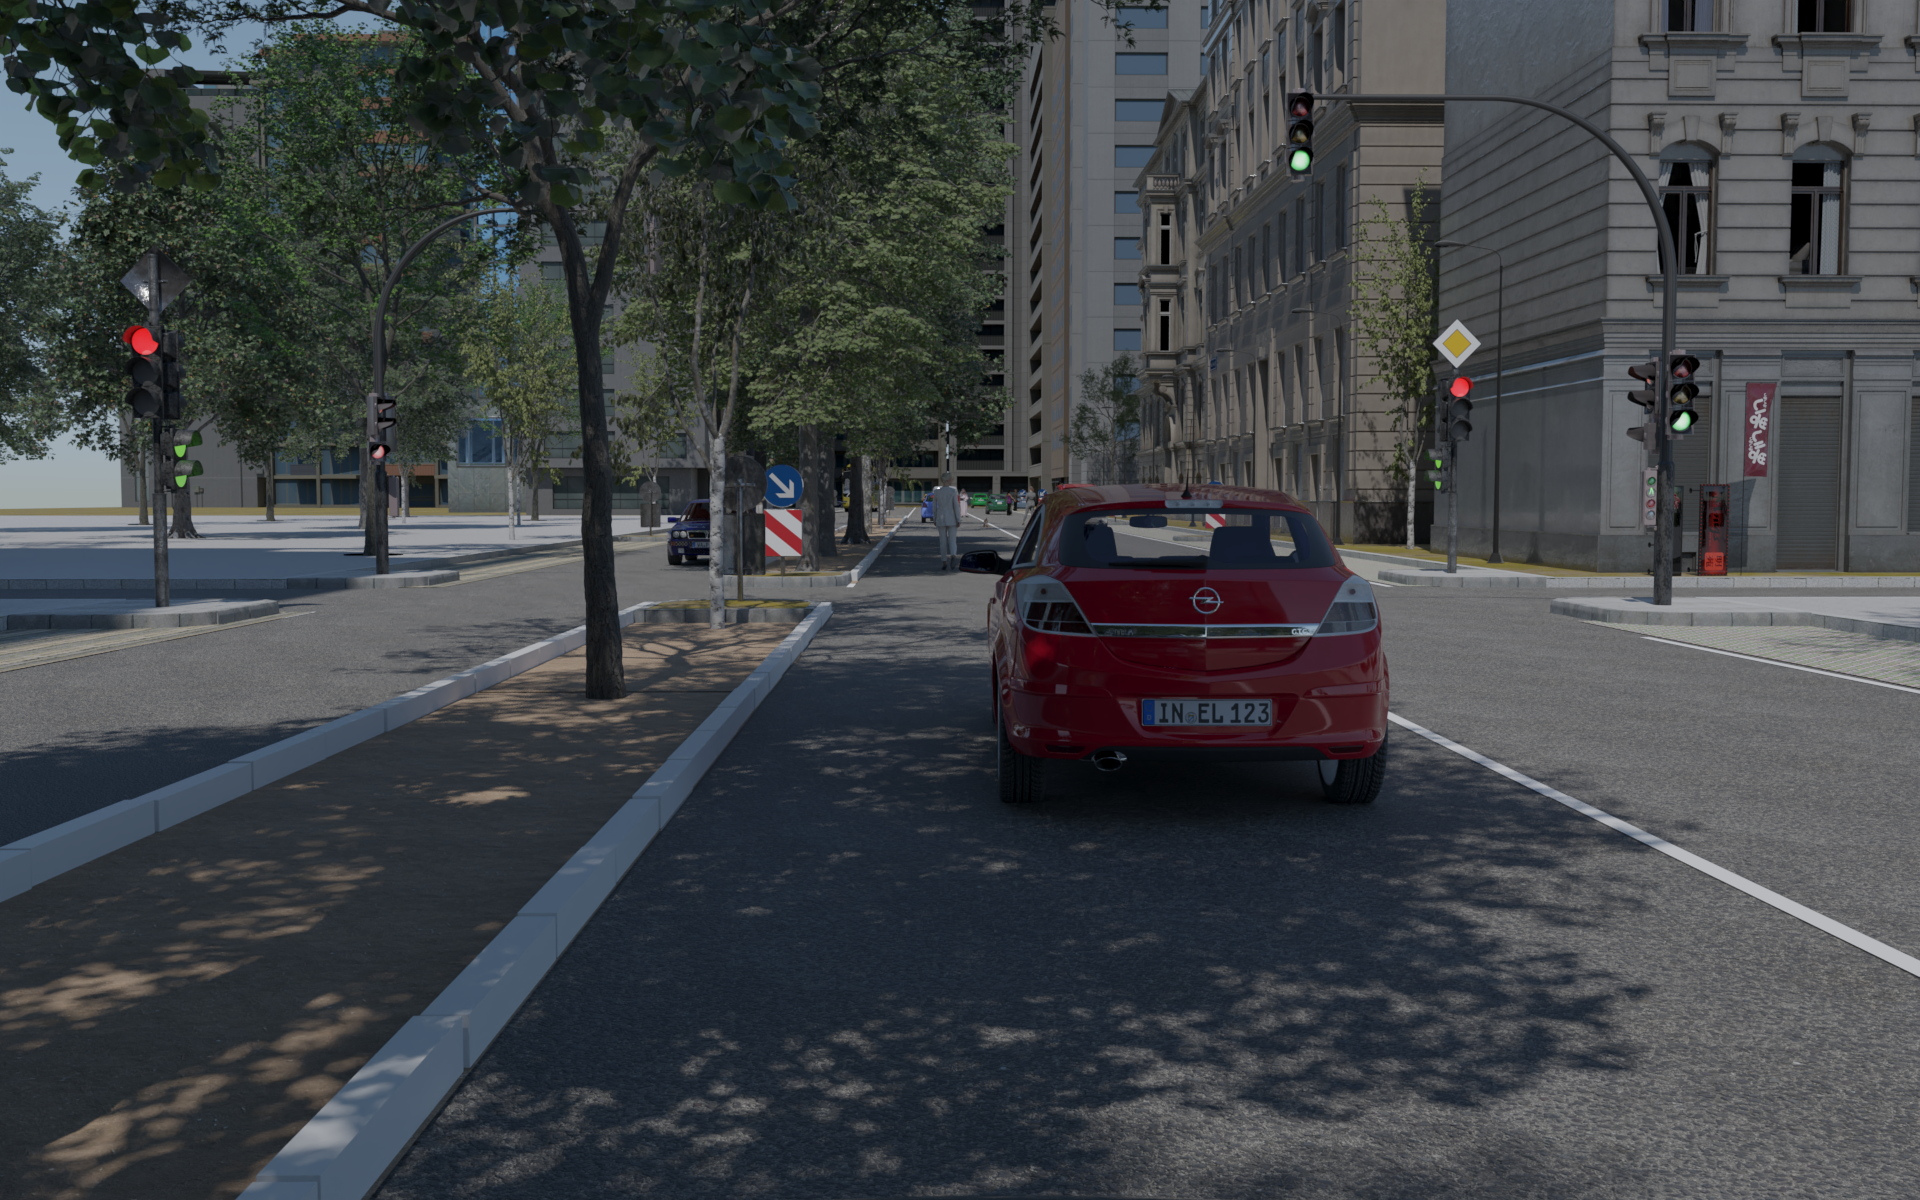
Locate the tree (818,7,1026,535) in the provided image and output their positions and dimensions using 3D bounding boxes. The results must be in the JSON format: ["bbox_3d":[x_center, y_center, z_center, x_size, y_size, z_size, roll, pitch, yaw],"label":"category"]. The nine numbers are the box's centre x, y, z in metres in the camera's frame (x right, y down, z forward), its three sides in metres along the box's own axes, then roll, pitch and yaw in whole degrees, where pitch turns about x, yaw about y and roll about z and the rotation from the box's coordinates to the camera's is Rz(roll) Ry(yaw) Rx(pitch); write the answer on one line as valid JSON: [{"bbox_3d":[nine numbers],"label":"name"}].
[{"bbox_3d":[-4.535,-12.410,61.255,12.611,20.169,13.585,0,3,0],"label":"tree"}]

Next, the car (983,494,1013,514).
[{"bbox_3d":[2.739,-6.811,123.155,2.131,1.459,4.920,0,4,-1],"label":"car"}]

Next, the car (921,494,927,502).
[{"bbox_3d":[-2.953,-10.085,175.108,2.015,1.641,3.980,0,4,-1],"label":"car"}]

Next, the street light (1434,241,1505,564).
[{"bbox_3d":[9.389,-3.632,31.922,1.470,5.913,1.316,0,4,-1],"label":"street light"}]

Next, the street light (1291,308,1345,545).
[{"bbox_3d":[8.989,-4.340,43.493,1.470,5.913,1.316,0,4,-1],"label":"street light"}]

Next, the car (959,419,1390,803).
[{"bbox_3d":[1.066,-0.029,9.514,2.155,1.783,4.494,0,4,0],"label":"car"}]

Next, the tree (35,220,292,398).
[{"bbox_3d":[-33.776,-8.881,70.957,9.928,11.665,9.643,0,3,0],"label":"tree"}]

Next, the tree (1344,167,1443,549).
[{"bbox_3d":[10.711,-5.492,40.161,4.737,8.622,4.395,0,3,0],"label":"tree"}]

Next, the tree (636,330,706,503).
[{"bbox_3d":[-12.895,-7.517,73.266,4.737,8.622,4.395,0,3,0],"label":"tree"}]

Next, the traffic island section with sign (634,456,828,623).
[{"bbox_3d":[-2.625,-0.731,20.086,2.006,1.907,1.989,0,4,-1],"label":"traffic island section with sign"}]

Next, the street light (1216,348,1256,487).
[{"bbox_3d":[8.856,-5.064,55.336,1.470,5.913,1.316,0,4,-1],"label":"street light"}]

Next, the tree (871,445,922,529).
[{"bbox_3d":[-3.154,-7.199,70.529,4.737,8.622,4.395,0,3,0],"label":"tree"}]

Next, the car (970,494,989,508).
[{"bbox_3d":[2.005,-10.134,174.489,1.959,1.807,4.718,0,4,-2],"label":"car"}]

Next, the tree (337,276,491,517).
[{"bbox_3d":[-30.398,-11.290,94.954,12.009,13.543,11.850,0,3,0],"label":"tree"}]

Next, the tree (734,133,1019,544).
[{"bbox_3d":[-2.997,-7.955,49.523,9.611,12.733,9.660,0,3,0],"label":"tree"}]

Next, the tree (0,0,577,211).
[{"bbox_3d":[-2.409,-5.739,2.948,9.857,13.997,8.962,0,3,0],"label":"tree"}]

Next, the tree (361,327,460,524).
[{"bbox_3d":[-23.900,-7.620,74.948,4.360,8.622,3.978,0,3,0],"label":"tree"}]

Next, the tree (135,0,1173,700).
[{"bbox_3d":[-2.464,-4.604,12.152,8.767,10.594,7.601,0,4,-1],"label":"tree"}]

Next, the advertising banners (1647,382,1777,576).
[{"bbox_3d":[11.746,-1.885,27.012,2.074,3.025,0.090,0,4,-8],"label":"advertising banners"}]

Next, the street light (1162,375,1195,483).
[{"bbox_3d":[8.581,-5.818,67.672,1.470,5.913,1.316,0,4,-1],"label":"street light"}]

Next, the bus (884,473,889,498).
[{"bbox_3d":[-8.545,-11.165,174.098,2.896,3.916,12.252,0,4,-2],"label":"bus"}]

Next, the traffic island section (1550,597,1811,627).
[{"bbox_3d":[8.137,0.136,20.053,2.009,0.180,2.903,0,4,-1],"label":"traffic island section"}]

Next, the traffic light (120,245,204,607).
[{"bbox_3d":[-9.061,-1.876,19.594,0.839,4.253,0.868,0,4,-1],"label":"traffic light"}]

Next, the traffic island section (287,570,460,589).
[{"bbox_3d":[-9.254,-0.332,27.711,2.009,0.180,2.903,0,4,-1],"label":"traffic island section"}]

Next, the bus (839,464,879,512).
[{"bbox_3d":[-8.008,-9.131,140.843,2.896,3.916,12.252,0,4,0],"label":"bus"}]

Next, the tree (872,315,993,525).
[{"bbox_3d":[-3.588,-10.171,79.115,12.009,13.543,11.850,0,3,0],"label":"tree"}]

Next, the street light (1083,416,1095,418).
[{"bbox_3d":[8.025,-7.984,103.083,1.470,5.913,1.316,0,4,-1],"label":"street light"}]

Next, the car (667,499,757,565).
[{"bbox_3d":[-5.073,-1.448,36.254,1.945,1.354,3.894,0,4,-1],"label":"car"}]

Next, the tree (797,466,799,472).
[{"bbox_3d":[-13.908,-12.429,153.581,4.737,8.622,4.395,0,3,0],"label":"tree"}]

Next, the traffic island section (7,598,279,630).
[{"bbox_3d":[-9.101,0.156,19.728,2.009,0.180,2.903,0,4,-1],"label":"traffic island section"}]

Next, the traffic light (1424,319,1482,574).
[{"bbox_3d":[7.944,-2.385,27.922,0.839,4.253,0.868,0,4,-1],"label":"traffic light"}]

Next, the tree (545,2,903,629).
[{"bbox_3d":[-2.586,-4.004,18.280,4.360,8.622,3.978,0,3,0],"label":"tree"}]

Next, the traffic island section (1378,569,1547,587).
[{"bbox_3d":[7.984,-0.352,28.036,2.009,0.180,2.903,0,4,-1],"label":"traffic island section"}]

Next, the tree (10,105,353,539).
[{"bbox_3d":[-22.343,-8.116,49.704,9.611,12.733,9.660,0,3,0],"label":"tree"}]

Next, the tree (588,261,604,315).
[{"bbox_3d":[-14.607,-14.593,94.484,12.611,20.169,13.585,0,3,0],"label":"tree"}]

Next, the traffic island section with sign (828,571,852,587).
[{"bbox_3d":[-2.758,-1.184,27.492,2.006,1.907,1.989,0,4,-1],"label":"traffic island section with sign"}]

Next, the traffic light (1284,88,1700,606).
[{"bbox_3d":[6.007,-2.758,19.757,4.771,5.953,1.251,0,4,-1],"label":"traffic light"}]

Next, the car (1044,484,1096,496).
[{"bbox_3d":[4.274,-3.386,64.034,2.281,1.827,5.304,0,4,-1],"label":"car"}]

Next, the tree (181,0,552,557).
[{"bbox_3d":[-12.062,-6.724,35.694,9.928,11.665,9.643,0,3,0],"label":"tree"}]

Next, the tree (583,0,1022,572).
[{"bbox_3d":[-2.777,-6.718,30.429,7.486,12.596,7.792,0,3,0],"label":"tree"}]

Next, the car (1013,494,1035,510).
[{"bbox_3d":[5.458,-8.373,148.899,2.014,1.417,4.499,0,4,-1],"label":"car"}]

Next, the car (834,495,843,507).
[{"bbox_3d":[-11.841,-9.475,167.495,1.945,1.354,3.894,0,4,0],"label":"car"}]

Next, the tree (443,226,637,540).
[{"bbox_3d":[-12.339,-5.979,48.119,4.737,8.622,4.395,0,3,0],"label":"tree"}]

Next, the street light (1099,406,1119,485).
[{"bbox_3d":[8.164,-7.276,91.507,1.470,5.913,1.316,0,4,-1],"label":"street light"}]

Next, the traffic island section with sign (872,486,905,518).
[{"bbox_3d":[-4.210,-5.779,102.616,2.006,1.907,1.989,0,4,-1],"label":"traffic island section with sign"}]

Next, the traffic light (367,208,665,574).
[{"bbox_3d":[-7.124,-3.241,27.653,4.771,5.953,1.251,0,4,-1],"label":"traffic light"}]

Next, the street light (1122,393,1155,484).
[{"bbox_3d":[8.398,-6.568,79.933,1.470,5.913,1.316,0,4,-1],"label":"street light"}]

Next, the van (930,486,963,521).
[{"bbox_3d":[-0.813,-5.265,93.102,2.013,2.044,4.112,0,4,-1],"label":"van"}]

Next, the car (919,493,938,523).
[{"bbox_3d":[-1.104,-4.748,87.216,1.945,1.707,3.694,0,4,-1],"label":"car"}]
